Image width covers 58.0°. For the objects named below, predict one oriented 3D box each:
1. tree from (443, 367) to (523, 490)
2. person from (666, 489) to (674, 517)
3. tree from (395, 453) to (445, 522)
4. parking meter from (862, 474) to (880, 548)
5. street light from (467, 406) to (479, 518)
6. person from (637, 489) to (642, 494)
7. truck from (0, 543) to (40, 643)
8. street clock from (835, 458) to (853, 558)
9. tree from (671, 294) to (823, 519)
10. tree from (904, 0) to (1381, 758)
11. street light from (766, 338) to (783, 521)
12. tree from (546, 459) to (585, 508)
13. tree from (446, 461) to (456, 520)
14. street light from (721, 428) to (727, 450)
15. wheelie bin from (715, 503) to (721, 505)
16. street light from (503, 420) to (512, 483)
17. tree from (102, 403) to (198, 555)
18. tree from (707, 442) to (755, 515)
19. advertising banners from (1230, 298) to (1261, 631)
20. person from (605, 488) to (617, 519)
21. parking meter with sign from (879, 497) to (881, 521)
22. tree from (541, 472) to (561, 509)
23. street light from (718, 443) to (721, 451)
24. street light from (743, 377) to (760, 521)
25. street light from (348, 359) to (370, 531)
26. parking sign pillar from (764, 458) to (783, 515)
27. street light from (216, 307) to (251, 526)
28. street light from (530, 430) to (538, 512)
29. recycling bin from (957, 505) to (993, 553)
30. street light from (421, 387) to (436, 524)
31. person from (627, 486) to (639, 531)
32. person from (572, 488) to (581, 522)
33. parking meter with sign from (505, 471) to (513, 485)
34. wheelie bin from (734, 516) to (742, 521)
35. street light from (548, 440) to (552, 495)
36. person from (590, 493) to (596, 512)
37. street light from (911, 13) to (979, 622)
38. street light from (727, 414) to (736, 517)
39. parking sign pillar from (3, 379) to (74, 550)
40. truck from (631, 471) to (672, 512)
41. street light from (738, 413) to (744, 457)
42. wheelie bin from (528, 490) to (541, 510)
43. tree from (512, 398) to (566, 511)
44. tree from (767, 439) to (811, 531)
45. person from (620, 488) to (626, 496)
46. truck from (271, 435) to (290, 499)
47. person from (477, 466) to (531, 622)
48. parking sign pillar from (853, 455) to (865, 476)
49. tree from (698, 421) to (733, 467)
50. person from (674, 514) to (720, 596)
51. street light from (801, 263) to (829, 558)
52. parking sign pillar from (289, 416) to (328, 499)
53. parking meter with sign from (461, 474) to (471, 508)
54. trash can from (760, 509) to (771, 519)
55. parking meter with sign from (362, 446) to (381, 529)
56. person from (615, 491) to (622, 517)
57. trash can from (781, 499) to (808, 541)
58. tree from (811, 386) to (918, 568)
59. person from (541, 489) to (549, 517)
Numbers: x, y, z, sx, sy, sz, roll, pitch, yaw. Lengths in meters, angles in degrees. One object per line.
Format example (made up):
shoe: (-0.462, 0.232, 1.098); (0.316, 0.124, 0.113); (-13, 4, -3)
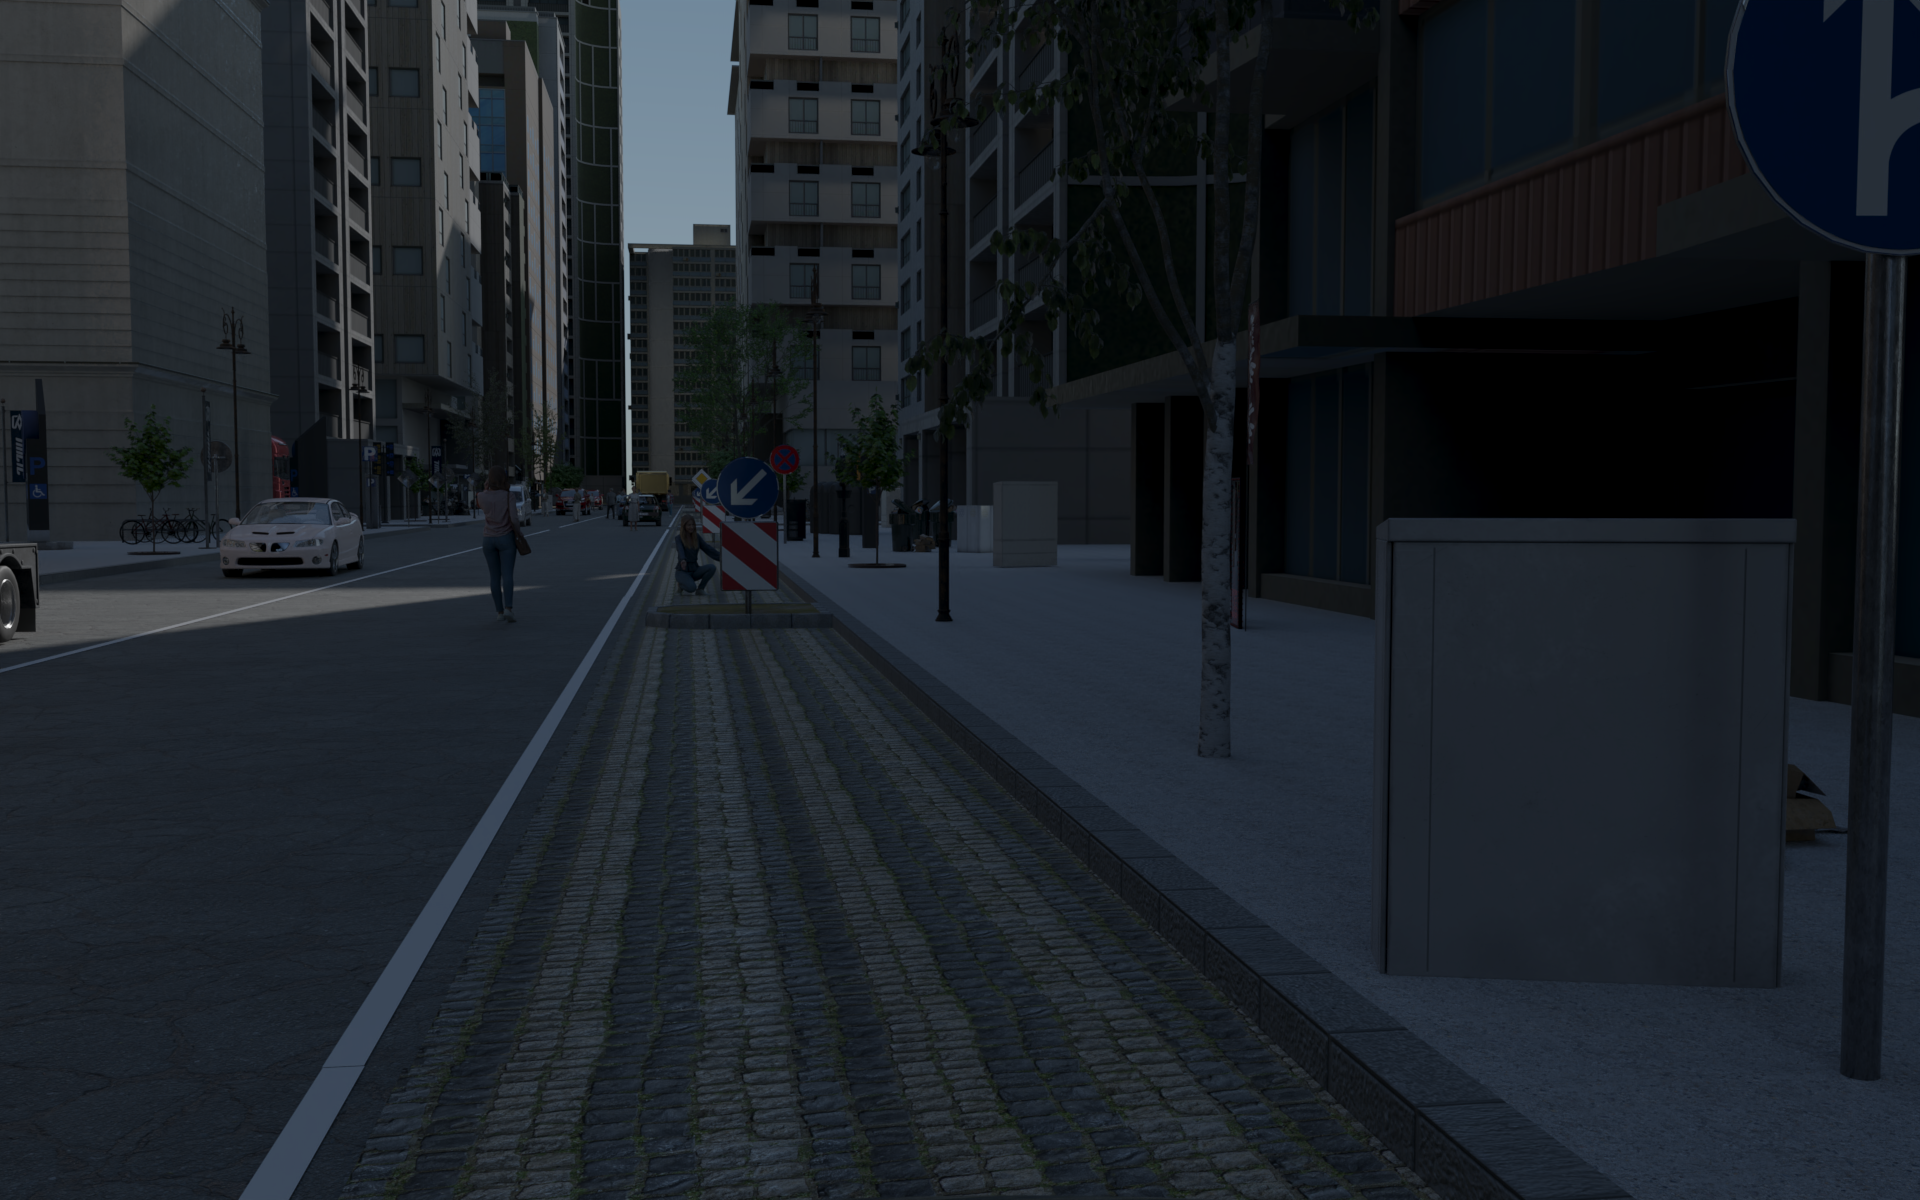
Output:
tree: (-27.317, -9.112, 99.337); (4.360, 8.622, 3.978); (0, 3, 0)
person: (-18.266, -6.107, 109.186); (0.563, 1.720, 0.643); (2, 4, 31)
tree: (-25.388, -5.290, 81.089); (1.663, 3.219, 1.824); (0, 3, 0)
parking meter: (-2.107, -2.160, 41.035); (0.399, 1.863, 0.255); (-1, 4, -17)
street light: (-25.699, -7.261, 91.505); (0.468, 5.910, 1.993); (-1, 4, -9)
person: (-24.642, -7.618, 133.169); (0.853, 1.813, 0.709); (-3, 5, -40)
truck: (-8.712, -1.102, 7.779); (2.967, 4.110, 18.799); (-1, 4, -10)
street clock: (-2.346, -1.864, 35.048); (0.358, 2.002, 0.471); (1, 4, 14)
tree: (-11.080, -9.988, 89.064); (9.928, 11.665, 9.643); (0, 3, 0)
tree: (1.086, -3.550, 8.402); (4.360, 8.622, 3.978); (0, 3, 0)
street light: (-5.490, -4.806, 51.359); (0.468, 5.910, 1.993); (-1, 4, -9)
tree: (-38.743, -11.484, 171.481); (4.285, 4.588, 4.351); (0, 3, 0)
tree: (-25.736, -5.582, 85.875); (1.663, 3.219, 1.824); (0, 3, 0)
street light: (-15.547, -8.739, 115.664); (0.468, 5.910, 1.993); (-1, 4, -9)
wheelie bin: (-20.022, -8.272, 143.150); (0.693, 1.594, 0.980); (1, 4, 16)
street light: (-28.198, -8.274, 108.068); (0.468, 5.910, 1.993); (-1, 4, -9)
tree: (-16.999, -2.577, 36.739); (1.663, 3.219, 1.824); (0, 3, 0)
tree: (-14.256, -7.651, 108.815); (4.285, 4.588, 4.351); (0, 3, 0)
advertising banners: (2.661, -1.248, 16.597); (0.090, 3.025, 2.074); (0, 3, 0)
person: (-20.225, -5.587, 100.253); (0.661, 1.777, 0.834); (-3, 4, -39)
parking meter with sign: (-4.109, -5.211, 81.460); (1.738, 3.016, 0.543); (-3, 5, -41)
tree: (-35.802, -9.555, 150.826); (1.663, 3.219, 1.824); (0, 3, 0)
street light: (-18.156, -9.785, 132.773); (0.468, 5.910, 1.993); (-1, 4, -9)
street light: (-8.162, -5.848, 68.404); (0.468, 5.910, 1.993); (-1, 4, -9)
street light: (-20.666, -5.314, 59.666); (0.468, 5.910, 1.993); (-1, 4, -9)
parking sign pillar: (-11.386, -7.095, 104.476); (1.447, 3.967, 1.447); (-1, 4, -18)
street light: (-17.923, -4.286, 42.863); (0.468, 5.910, 1.993); (-1, 4, -9)
street light: (-30.818, -9.328, 125.295); (0.468, 5.910, 1.993); (-1, 4, -9)
recycling bin: (0.421, -1.563, 38.115); (0.722, 1.027, 0.722); (-3, 5, -44)
street light: (-22.919, -6.239, 74.788); (0.468, 5.910, 1.993); (-1, 4, -9)
person: (-12.777, -3.593, 67.816); (0.480, 1.755, 0.524); (-1, 4, -23)
person: (-19.837, -4.926, 89.589); (0.362, 1.759, 0.519); (2, 4, 31)
parking meter with sign: (-33.465, -8.108, 128.827); (0.543, 3.016, 1.738); (1, 4, 16)
wheelie bin: (-9.861, -4.299, 78.191); (0.980, 1.594, 0.693); (0, 4, -6)
street light: (-33.565, -10.353, 142.058); (0.468, 5.910, 1.993); (-1, 4, -9)
person: (-30.148, -8.015, 142.137); (0.523, 1.515, 0.503); (1, 4, 14)
street light: (-0.161, -2.722, 17.297); (0.468, 5.910, 1.993); (-1, 4, -9)
street light: (-12.873, -7.709, 98.823); (0.468, 5.910, 1.993); (-1, 4, -9)
parking sign pillar: (-21.318, -3.149, 39.957); (1.447, 3.967, 1.447); (-2, 4, -30)
truck: (-25.791, -9.128, 145.161); (3.469, 3.379, 9.791); (-1, 4, -11)
street light: (-10.139, -6.642, 81.378); (0.468, 5.910, 1.993); (-1, 4, -9)
wheelie bin: (-34.414, -8.095, 140.267); (0.980, 1.594, 0.693); (0, 4, -6)
tree: (-32.115, -11.155, 132.746); (4.737, 8.622, 4.395); (0, 3, 0)
tree: (-5.908, -4.043, 60.700); (1.663, 3.219, 1.824); (0, 3, 0)
person: (-21.836, -6.358, 112.627); (0.473, 1.802, 0.592); (1, 4, 23)
truck: (-31.638, -4.843, 68.104); (11.283, 4.237, 2.839); (-1, 4, -9)
person: (-5.159, -0.637, 19.508); (0.593, 1.750, 0.643); (0, 4, 3)
parking sign pillar: (-6.169, -7.296, 107.763); (1.447, 3.967, 1.447); (2, 4, 25)
tree: (-22.964, -13.198, 166.141); (4.737, 8.622, 4.395); (0, 3, 0)
person: (-3.638, -0.629, 24.286); (1.012, 1.151, 0.738); (-3, 4, -39)
street light: (-2.915, -3.797, 34.868); (0.468, 5.910, 1.993); (-1, 4, -9)
parking sign pillar: (-22.384, -4.345, 59.512); (1.447, 3.967, 1.447); (2, 4, 26)
parking meter with sign: (-38.748, -8.523, 135.613); (0.543, 3.016, 1.738); (-2, 4, -27)
trash can: (-10.178, -4.823, 90.513); (0.748, 1.137, 0.748); (0, 3, 0)
parking meter with sign: (-21.710, -4.145, 64.027); (0.543, 3.016, 1.738); (-1, 4, -13)
person: (-21.165, -5.951, 107.607); (0.589, 1.601, 0.330); (-3, 4, -37)
trash can: (-4.517, -2.185, 47.382); (0.748, 1.137, 0.748); (0, 3, 0)
tree: (-1.367, -2.190, 30.405); (1.663, 3.219, 1.824); (0, 3, 0)
person: (-26.446, -6.189, 110.236); (0.519, 1.759, 0.362); (0, 4, 7)
